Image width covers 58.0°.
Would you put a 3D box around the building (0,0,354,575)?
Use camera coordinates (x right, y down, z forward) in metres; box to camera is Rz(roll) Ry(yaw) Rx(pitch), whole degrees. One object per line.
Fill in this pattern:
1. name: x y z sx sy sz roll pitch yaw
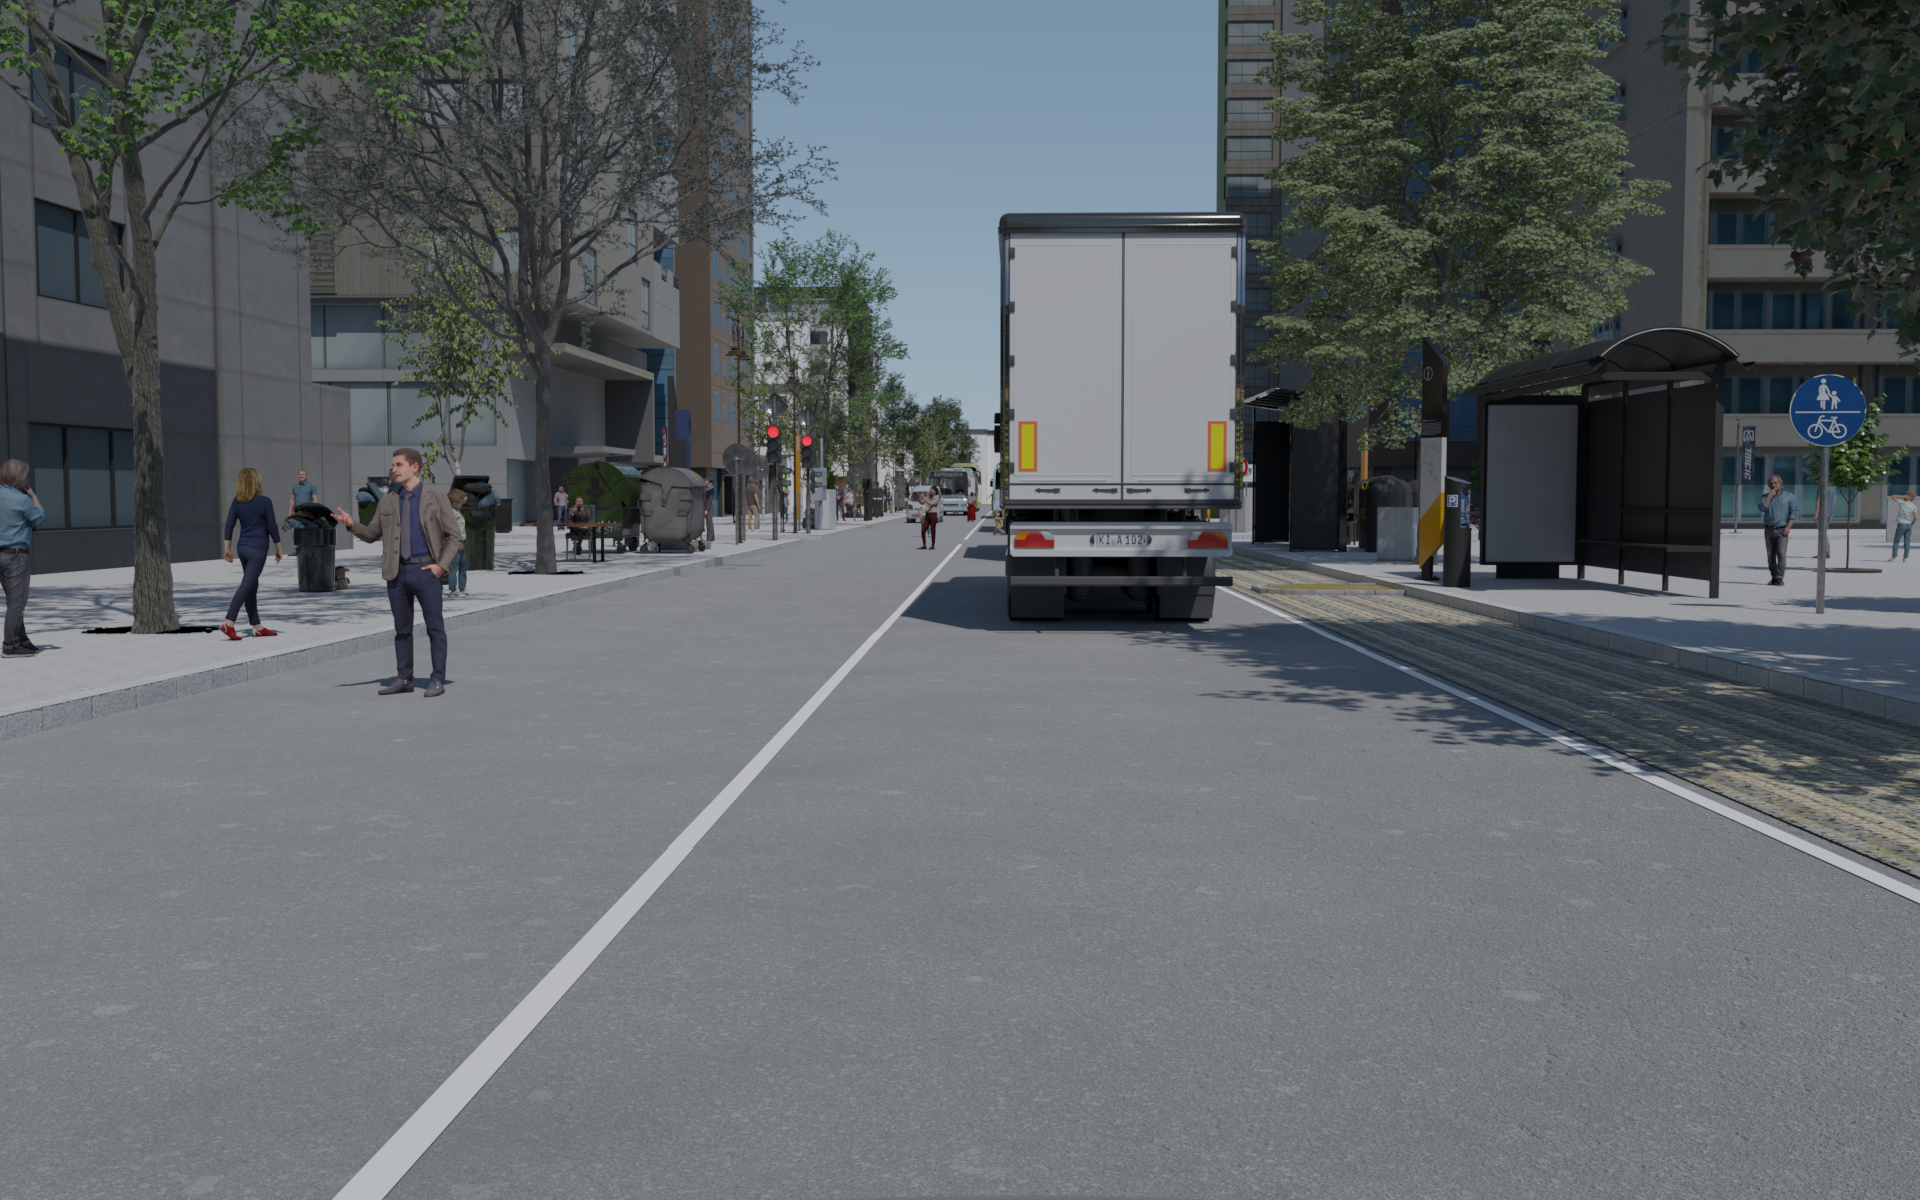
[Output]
1. building: -24.737 -36.093 28.372 20.611 71.187 20.563 0 4 2

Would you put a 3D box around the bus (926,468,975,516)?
1. bus: -0.505 -7.557 118.413 2.948 3.499 13.247 0 4 3

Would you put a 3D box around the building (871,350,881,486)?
1. building: -16.725 -22.903 230.877 11.380 20.091 16.016 0 4 2

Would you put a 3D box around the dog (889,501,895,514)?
1. dog: -4.558 -6.106 114.212 0.513 0.831 0.800 1 4 17

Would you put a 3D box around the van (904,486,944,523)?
1. van: -1.747 -4.868 86.603 2.013 2.044 4.112 0 4 3

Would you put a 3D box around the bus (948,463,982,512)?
1. bus: 0.342 -9.211 142.149 2.896 3.916 12.252 0 4 2

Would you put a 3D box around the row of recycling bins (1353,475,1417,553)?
1. row of recycling bins: 9.673 -1.983 39.533 1.069 1.692 3.534 1 4 10

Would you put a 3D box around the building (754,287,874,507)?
1. building: -26.290 -20.862 185.063 32.646 21.610 27.936 0 4 2

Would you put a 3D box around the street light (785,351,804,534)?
1. street light: -5.352 -5.091 56.029 0.468 5.910 1.993 0 4 2

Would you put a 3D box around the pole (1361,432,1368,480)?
1. pole: 13.237 -3.847 56.739 0.158 3.312 0.155 0 3 0

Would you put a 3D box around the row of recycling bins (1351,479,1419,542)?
1. row of recycling bins: 11.469 -2.445 47.081 3.534 1.692 1.069 -2 4 -24

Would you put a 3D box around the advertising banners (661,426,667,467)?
1. advertising banners: -7.587 -3.025 45.652 0.090 3.025 2.074 0 4 5

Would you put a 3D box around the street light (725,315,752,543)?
1. street light: -5.729 -4.410 44.897 0.468 5.910 1.993 0 4 2

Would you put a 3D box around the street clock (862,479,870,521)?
1. street clock: -4.448 -4.738 82.029 0.358 2.002 0.471 1 4 17

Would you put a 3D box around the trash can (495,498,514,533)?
1. trash can: -15.044 -2.771 56.964 0.748 1.137 0.748 0 3 0

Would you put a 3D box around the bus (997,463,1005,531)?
1. bus: 2.924 -4.749 69.192 2.896 3.916 12.252 0 4 1

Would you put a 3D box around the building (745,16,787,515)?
1. building: -22.371 -41.345 114.249 20.563 71.187 20.611 0 4 2

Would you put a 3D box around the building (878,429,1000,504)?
1. building: 3.566 -17.475 227.867 28.070 9.664 9.099 0 4 2

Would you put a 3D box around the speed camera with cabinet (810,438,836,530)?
1. speed camera with cabinet: -4.963 -4.142 62.051 0.660 3.252 2.038 1 4 10

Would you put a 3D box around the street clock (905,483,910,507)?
1. street clock: -3.516 -6.784 115.483 0.358 2.002 0.471 -1 4 -10

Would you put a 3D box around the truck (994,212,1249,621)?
1. truck: 1.802 -2.077 22.866 2.839 4.237 11.283 0 4 2

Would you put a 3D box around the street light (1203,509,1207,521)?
1. street light: 8.293 -5.240 58.456 0.468 5.910 1.993 0 4 2

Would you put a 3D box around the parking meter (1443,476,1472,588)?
1. parking meter: 6.856 -0.945 23.867 0.372 1.533 0.369 0 3 0

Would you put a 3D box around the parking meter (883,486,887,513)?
1. parking meter: -5.134 -6.946 119.285 0.255 1.863 0.399 0 4 2

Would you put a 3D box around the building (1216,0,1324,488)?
1. building: 24.990 -26.854 122.656 14.154 41.232 14.086 0 4 2

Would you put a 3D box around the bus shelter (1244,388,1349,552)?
1. bus shelter: 7.900 -3.061 41.328 1.731 3.624 6.357 0 4 2

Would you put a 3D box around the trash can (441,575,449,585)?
1. trash can: -7.455 -0.787 24.521 0.748 1.137 0.748 0 3 0

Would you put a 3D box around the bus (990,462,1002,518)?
1. bus: 3.297 -6.810 106.209 2.948 3.499 13.247 0 4 1

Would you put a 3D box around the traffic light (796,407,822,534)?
1. traffic light: -4.876 -4.087 55.743 0.839 4.253 0.868 0 4 2

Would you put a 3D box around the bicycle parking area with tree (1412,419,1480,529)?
1. bicycle parking area with tree: 18.638 -4.694 63.751 9.016 4.147 8.231 -1 4 -20

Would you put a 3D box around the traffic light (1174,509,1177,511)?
1. traffic light: 5.864 -3.582 47.479 0.839 4.253 0.868 0 4 2

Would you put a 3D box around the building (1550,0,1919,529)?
1. building: 36.558 -27.367 71.154 21.600 48.544 21.300 0 4 2

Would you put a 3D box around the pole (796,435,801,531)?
1. pole: -5.640 -4.057 60.167 0.158 3.312 0.155 0 3 0

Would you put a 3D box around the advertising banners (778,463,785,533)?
1. advertising banners: -6.004 -3.793 58.203 0.090 3.025 2.074 -1 4 -10

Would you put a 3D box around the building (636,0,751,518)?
1. building: -19.819 -27.369 97.590 14.600 45.320 14.200 0 4 2

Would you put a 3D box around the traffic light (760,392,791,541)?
1. traffic light: -5.093 -3.599 47.761 0.839 4.253 0.868 0 4 2

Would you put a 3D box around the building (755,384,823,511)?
1. building: -15.775 -12.464 145.939 9.099 9.664 28.070 0 4 2

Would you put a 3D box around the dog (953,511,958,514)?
1. dog: -0.371 -6.562 127.475 0.550 0.427 0.748 0 4 -1

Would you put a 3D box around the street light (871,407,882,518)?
1. street light: -4.419 -7.280 91.810 0.468 5.910 1.993 0 4 2

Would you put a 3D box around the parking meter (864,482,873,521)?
1. parking meter: -4.454 -4.781 83.882 0.399 1.863 0.255 3 4 37

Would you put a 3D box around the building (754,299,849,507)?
1. building: -18.621 -18.912 165.637 16.016 20.091 11.380 0 4 2

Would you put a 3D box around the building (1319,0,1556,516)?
1. building: 27.877 -27.141 93.872 14.600 45.320 14.200 0 4 2

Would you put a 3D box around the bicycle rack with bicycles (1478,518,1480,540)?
1. bicycle rack with bicycles: 15.160 -2.053 46.948 2.852 0.926 2.925 1 4 16

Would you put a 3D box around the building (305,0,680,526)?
1. building: -27.880 -29.791 76.326 28.713 52.752 27.495 0 4 2
